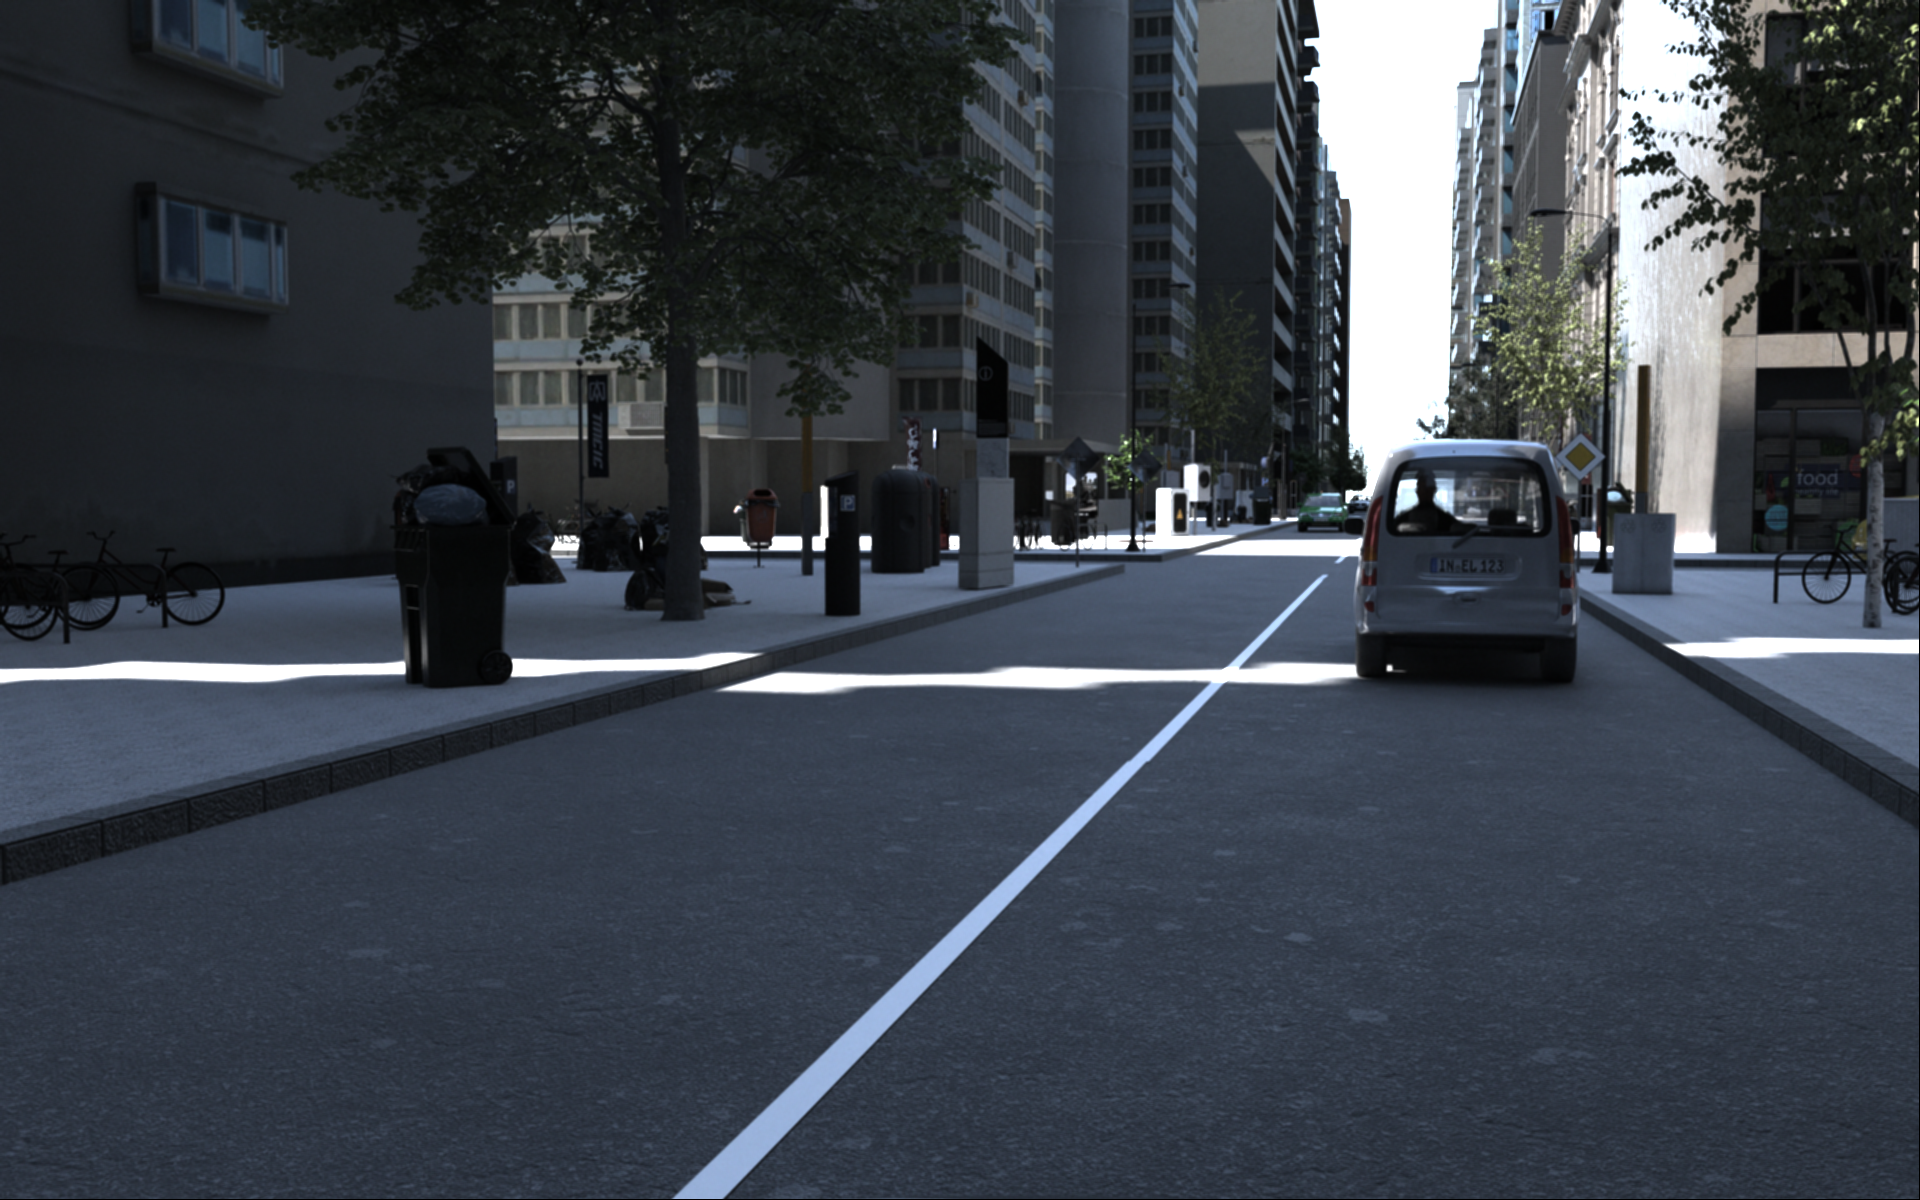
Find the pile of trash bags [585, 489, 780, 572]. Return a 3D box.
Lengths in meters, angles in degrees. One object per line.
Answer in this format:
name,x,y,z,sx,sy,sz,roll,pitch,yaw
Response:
pile of trash bags,-4.813,-1.222,29.729,3.447,1.369,1.912,-1,4,-16

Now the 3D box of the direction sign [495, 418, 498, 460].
direction sign,-14.225,-3.646,51.614,0.876,3.537,0.379,-1,4,-15

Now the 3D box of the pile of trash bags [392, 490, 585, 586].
pile of trash bags,-7.326,-0.953,25.331,3.447,1.369,1.912,3,5,44

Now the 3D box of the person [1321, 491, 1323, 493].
person,39.778,-11.118,190.371,1.348,1.812,0.705,0,4,6

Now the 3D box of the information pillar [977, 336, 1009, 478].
information pillar,0.468,-2.096,25.620,0.504,3.616,0.183,1,4,13

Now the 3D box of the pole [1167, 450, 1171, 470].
pole,9.734,-5.326,80.920,0.158,3.312,0.155,0,3,0

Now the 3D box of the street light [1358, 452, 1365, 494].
street light,43.945,-13.454,192.509,1.470,5.913,1.316,1,4,14

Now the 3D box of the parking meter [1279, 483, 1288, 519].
parking meter,16.642,-5.097,89.042,0.399,1.863,0.255,0,4,5

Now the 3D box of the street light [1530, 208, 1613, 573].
street light,9.959,-3.405,28.209,1.470,5.913,1.316,1,4,14

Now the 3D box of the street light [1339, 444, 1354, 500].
street light,35.441,-11.421,159.275,1.470,5.913,1.316,1,4,14

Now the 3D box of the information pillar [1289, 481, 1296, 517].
information pillar,18.329,-5.558,95.362,0.304,2.012,0.304,0,4,-3

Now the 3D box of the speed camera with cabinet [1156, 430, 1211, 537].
speed camera with cabinet,6.813,-3.569,52.682,0.660,3.252,2.038,3,5,44

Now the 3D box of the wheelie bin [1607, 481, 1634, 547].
wheelie bin,16.058,-2.105,42.324,0.693,1.594,0.980,1,4,13

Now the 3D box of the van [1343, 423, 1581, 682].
van,4.260,-0.471,14.720,2.013,2.044,4.112,1,4,15

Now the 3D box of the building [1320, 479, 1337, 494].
building,29.300,-31.652,209.390,32.217,40.220,23.993,1,4,14

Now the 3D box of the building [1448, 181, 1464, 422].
building,71.196,-33.205,226.494,14.154,41.232,14.086,1,4,14

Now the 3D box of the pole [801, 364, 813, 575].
pole,-2.416,-2.046,27.295,0.158,3.312,0.155,0,3,0

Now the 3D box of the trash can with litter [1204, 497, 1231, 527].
trash can with litter,9.986,-3.401,67.001,1.055,1.170,0.624,3,5,40

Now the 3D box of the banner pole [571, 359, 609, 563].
banner pole,-6.824,-2.570,32.039,0.863,3.779,0.401,2,4,25

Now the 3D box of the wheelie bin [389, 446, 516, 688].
wheelie bin,-3.424,-0.231,11.680,0.693,1.594,0.980,-3,5,-39

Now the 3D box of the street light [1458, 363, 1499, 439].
street light,18.443,-5.432,61.356,1.470,5.913,1.316,1,4,14

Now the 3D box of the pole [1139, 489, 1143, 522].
pole,8.243,-5.189,78.676,0.158,3.312,0.155,0,3,0

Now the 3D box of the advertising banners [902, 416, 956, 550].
advertising banners,-0.426,-2.646,39.453,2.074,3.025,0.090,-2,4,-32

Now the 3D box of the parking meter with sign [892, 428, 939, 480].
parking meter with sign,-1.445,-3.032,45.832,1.738,3.016,0.543,0,4,-8

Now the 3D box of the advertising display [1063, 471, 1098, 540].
advertising display,3.403,-2.663,48.760,0.974,1.923,0.123,0,4,-7

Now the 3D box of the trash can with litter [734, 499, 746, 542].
trash can with litter,-5.529,-2.117,45.998,0.624,1.170,1.055,1,4,15

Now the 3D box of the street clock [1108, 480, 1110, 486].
street clock,6.707,-4.353,75.737,0.471,2.002,0.358,2,4,25

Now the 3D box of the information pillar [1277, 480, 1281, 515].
information pillar,17.268,-5.435,93.350,0.304,2.012,0.304,0,4,-1

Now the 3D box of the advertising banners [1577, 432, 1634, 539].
advertising banners,18.452,-3.263,49.544,2.074,3.025,0.090,-1,4,-22

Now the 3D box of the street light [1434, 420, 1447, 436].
street light,30.517,-8.296,108.174,1.470,5.913,1.316,1,4,14

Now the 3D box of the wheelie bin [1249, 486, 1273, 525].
wheelie bin,12.856,-4.013,73.517,0.693,1.594,0.980,-2,4,-27

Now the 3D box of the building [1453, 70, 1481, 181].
building,80.445,-43.021,245.389,21.231,58.520,28.212,1,4,14

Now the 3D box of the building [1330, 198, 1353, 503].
building,50.429,-37.044,255.772,14.600,45.320,14.200,1,4,14

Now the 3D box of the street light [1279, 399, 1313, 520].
street light,16.431,-6.882,85.064,1.470,5.913,1.316,1,4,14

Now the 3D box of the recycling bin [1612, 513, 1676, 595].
recycling bin,8.879,-0.607,22.481,0.722,1.027,0.722,2,4,24

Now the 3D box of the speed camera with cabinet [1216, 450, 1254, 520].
speed camera with cabinet,12.479,-5.104,77.788,2.038,3.252,0.660,-1,4,-17

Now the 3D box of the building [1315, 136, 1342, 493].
building,39.822,-37.623,234.749,23.786,49.044,30.456,1,4,14

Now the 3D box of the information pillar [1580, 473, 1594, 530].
information pillar,22.241,-3.484,61.459,0.304,2.012,0.304,-2,4,-29

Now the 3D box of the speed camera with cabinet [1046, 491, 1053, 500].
speed camera with cabinet,3.927,-5.771,88.695,0.660,3.252,2.038,3,5,41

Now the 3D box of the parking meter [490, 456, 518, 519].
parking meter,-7.053,-1.289,26.793,0.255,1.863,0.399,2,4,25

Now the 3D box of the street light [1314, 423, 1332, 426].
street light,23.434,-8.569,112.637,1.470,5.913,1.316,1,4,14

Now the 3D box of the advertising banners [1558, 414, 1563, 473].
advertising banners,13.304,-2.600,38.693,0.090,3.025,2.074,1,4,14

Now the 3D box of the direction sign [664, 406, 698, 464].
direction sign,-7.215,-3.237,44.919,0.876,3.537,0.379,-1,4,-21

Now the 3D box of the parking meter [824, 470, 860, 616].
parking meter,-1.245,-0.608,18.346,0.372,1.533,0.369,0,3,0

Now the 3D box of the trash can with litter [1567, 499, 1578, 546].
trash can with litter,14.133,-1.815,41.069,0.624,1.170,1.055,-2,4,-31

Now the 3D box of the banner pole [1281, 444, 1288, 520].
banner pole,16.198,-5.918,86.771,0.401,3.779,0.863,2,4,24

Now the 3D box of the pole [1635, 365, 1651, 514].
pole,10.834,-2.059,27.507,0.158,3.312,0.155,0,3,0

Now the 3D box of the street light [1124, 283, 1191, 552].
street light,4.379,-4.022,38.307,1.470,5.913,1.316,1,4,14

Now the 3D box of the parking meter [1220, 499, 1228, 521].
parking meter,12.577,-4.531,82.492,0.372,1.533,0.369,0,3,0

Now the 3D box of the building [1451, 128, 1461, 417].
building,69.766,-35.723,203.671,23.786,49.044,30.456,1,4,14
